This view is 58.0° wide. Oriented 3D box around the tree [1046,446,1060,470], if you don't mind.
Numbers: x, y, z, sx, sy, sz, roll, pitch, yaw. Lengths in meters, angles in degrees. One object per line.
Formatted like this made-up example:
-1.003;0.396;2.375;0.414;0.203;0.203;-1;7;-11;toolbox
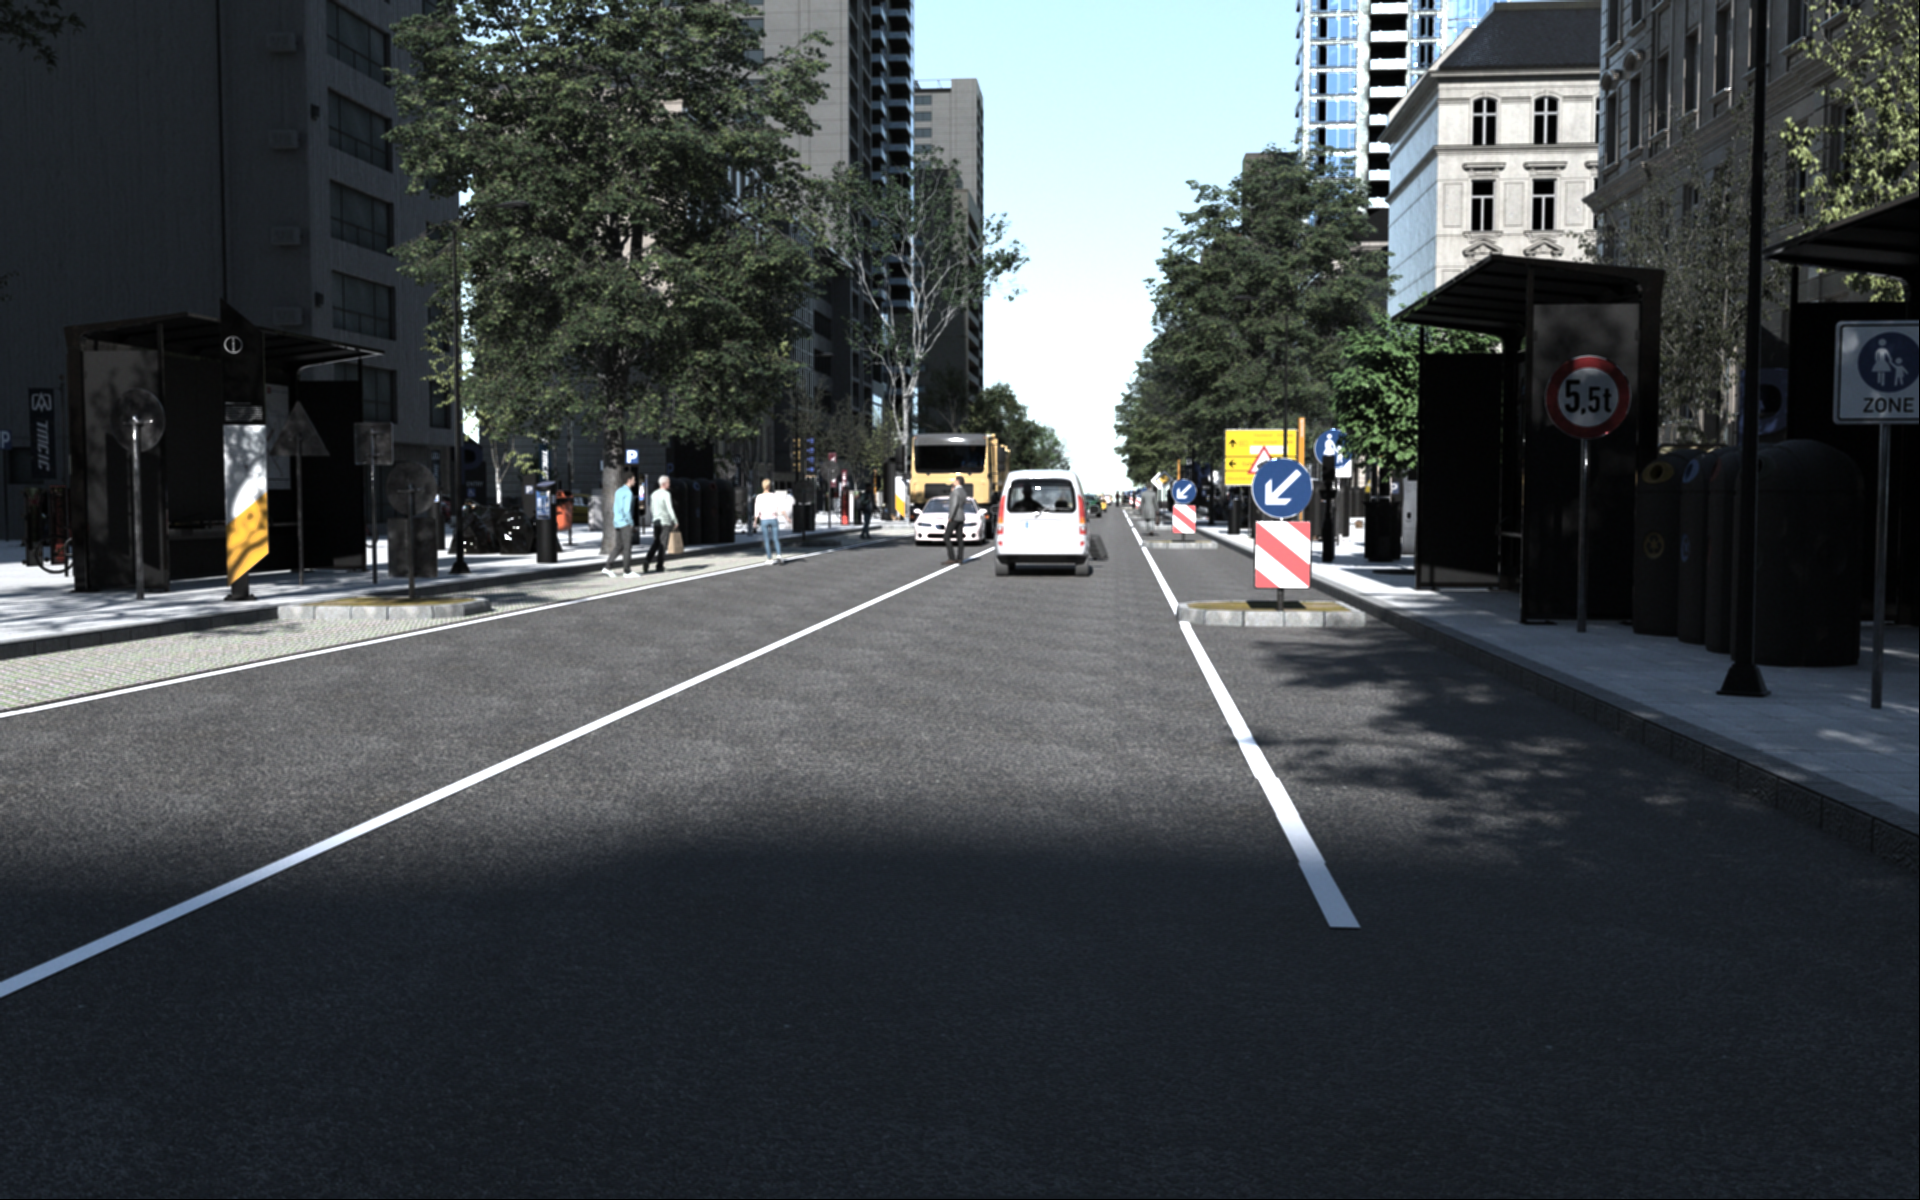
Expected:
5.807;-15.785;192.495;7.601;10.594;8.767;-1;4;-16;tree

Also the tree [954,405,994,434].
0.994;-11.449;137.548;4.737;8.622;4.395;0;3;0;tree

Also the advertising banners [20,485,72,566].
-16.462;-2.162;31.538;0.090;3.025;2.074;0;4;4;advertising banners

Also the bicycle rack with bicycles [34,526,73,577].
-13.404;-0.895;28.015;2.925;0.926;2.852;-1;4;-12;bicycle rack with bicycles

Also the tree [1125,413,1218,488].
19.791;-14.060;164.288;8.767;10.594;7.601;3;5;39;tree

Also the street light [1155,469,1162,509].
14.574;-9.232;123.485;1.470;5.913;1.316;0;4;5;street light

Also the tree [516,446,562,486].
-17.183;-4.615;70.057;1.663;3.219;1.824;0;3;0;tree

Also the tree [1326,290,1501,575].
7.401;-2.705;27.942;4.285;4.588;4.351;0;3;0;tree

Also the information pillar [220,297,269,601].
-8.585;-1.799;20.768;0.504;3.616;0.183;-1;4;-15;information pillar

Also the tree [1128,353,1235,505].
14.933;-11.592;115.287;9.928;11.665;9.643;0;3;0;tree

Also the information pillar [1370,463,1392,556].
8.127;-1.772;33.472;0.304;2.012;0.304;-1;4;-14;information pillar

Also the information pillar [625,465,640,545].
-8.355;-2.417;44.018;0.304;2.012;0.304;3;5;42;information pillar

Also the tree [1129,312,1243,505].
14.233;-11.538;106.769;7.486;12.596;7.792;0;3;0;tree

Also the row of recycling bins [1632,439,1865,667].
6.544;-0.452;14.506;1.069;1.692;3.534;0;4;6;row of recycling bins

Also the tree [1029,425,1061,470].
10.908;-19.932;251.636;9.928;11.665;9.643;0;3;0;tree

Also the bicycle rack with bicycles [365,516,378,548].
-15.665;-1.709;41.323;2.925;0.926;2.852;3;5;41;bicycle rack with bicycles

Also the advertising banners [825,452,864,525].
-4.730;-4.606;71.490;2.074;3.025;0.090;3;5;43;advertising banners

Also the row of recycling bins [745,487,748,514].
-11.364;-5.041;89.532;1.069;1.692;3.534;-1;4;-9;row of recycling bins

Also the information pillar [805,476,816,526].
-6.042;-4.016;70.155;0.304;2.012;0.304;3;5;43;information pillar

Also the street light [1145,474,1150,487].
17.248;-11.077;153.648;1.470;5.913;1.316;0;4;5;street light

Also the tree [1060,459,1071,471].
16.323;-23.071;311.628;8.767;10.594;7.601;1;4;22;tree

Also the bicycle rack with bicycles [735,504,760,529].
-8.575;-3.149;64.869;2.925;0.926;2.852;2;4;30;bicycle rack with bicycles

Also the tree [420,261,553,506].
-13.919;-6.209;51.873;4.737;8.622;4.395;0;3;0;tree

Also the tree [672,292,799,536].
-6.557;-6.259;52.699;4.737;8.622;4.395;0;3;0;tree

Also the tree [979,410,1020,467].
2.841;-12.025;146.976;4.360;8.622;3.978;0;3;0;tree

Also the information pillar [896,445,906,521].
-2.846;-5.593;82.795;0.504;3.616;0.183;2;4;29;information pillar

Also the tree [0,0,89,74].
-10.400;-4.756;12.181;8.767;10.594;7.601;1;4;8;tree

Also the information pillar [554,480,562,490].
-21.017;-5.267;90.604;0.304;2.012;0.304;2;4;29;information pillar

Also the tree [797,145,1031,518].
-1.651;-14.454;92.216;12.611;20.169;13.585;0;3;0;tree

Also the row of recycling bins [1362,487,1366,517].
22.144;-5.426;95.834;1.069;1.692;3.534;3;5;44;row of recycling bins

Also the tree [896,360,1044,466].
0.012;-11.376;120.412;8.767;10.594;7.601;-3;5;-40;tree

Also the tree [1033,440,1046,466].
7.718;-15.922;210.681;4.360;8.622;3.978;0;3;0;tree

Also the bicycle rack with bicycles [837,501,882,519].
-5.020;-4.678;89.862;2.925;0.926;2.852;-2;4;-25;bicycle rack with bicycles

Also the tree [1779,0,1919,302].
12.497;-4.402;22.334;4.737;8.622;4.395;0;3;0;tree

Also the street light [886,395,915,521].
-2.808;-6.667;81.542;1.470;5.913;1.316;0;4;5;street light

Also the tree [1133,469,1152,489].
27.841;-18.700;256.101;4.737;8.622;4.395;0;3;0;tree

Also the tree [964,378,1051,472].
3.892;-15.561;171.434;9.611;12.733;9.660;0;3;0;tree

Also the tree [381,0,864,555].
-7.208;-7.936;36.416;9.857;13.997;8.962;0;3;0;tree

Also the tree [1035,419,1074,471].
13.730;-22.745;282.249;12.009;13.543;11.850;0;3;0;tree

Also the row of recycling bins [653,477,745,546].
-6.808;-2.271;44.242;1.069;1.692;3.534;1;4;18;row of recycling bins

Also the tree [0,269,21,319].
-22.098;-5.221;35.729;4.360;8.622;3.978;0;3;0;tree

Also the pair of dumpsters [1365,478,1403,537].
10.402;-2.282;39.811;1.574;2.255;4.437;0;4;5;pair of dumpsters

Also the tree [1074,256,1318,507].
13.136;-10.710;85.472;12.009;13.543;11.850;0;3;0;tree

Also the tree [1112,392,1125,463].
21.022;-17.088;186.043;9.857;13.997;8.962;0;3;0;tree

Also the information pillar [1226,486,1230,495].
18.577;-7.906;120.622;0.183;3.616;0.504;-3;5;-45;information pillar

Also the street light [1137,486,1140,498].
24.090;-15.742;229.918;1.470;5.913;1.316;0;4;5;street light

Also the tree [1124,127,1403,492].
10.836;-9.495;61.902;9.857;13.997;8.962;0;3;0;tree

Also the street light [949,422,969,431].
-0.111;-8.478;111.163;1.470;5.913;1.316;0;4;5;street light

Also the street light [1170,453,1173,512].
11.879;-7.420;93.863;1.470;5.913;1.316;0;4;5;street light

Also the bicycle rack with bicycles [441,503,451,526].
-21.719;-3.462;69.994;2.852;0.926;2.925;1;4;16;bicycle rack with bicycles

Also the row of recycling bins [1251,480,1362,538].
10.157;-2.705;51.342;3.534;1.692;1.069;-2;4;-31;row of recycling bins
